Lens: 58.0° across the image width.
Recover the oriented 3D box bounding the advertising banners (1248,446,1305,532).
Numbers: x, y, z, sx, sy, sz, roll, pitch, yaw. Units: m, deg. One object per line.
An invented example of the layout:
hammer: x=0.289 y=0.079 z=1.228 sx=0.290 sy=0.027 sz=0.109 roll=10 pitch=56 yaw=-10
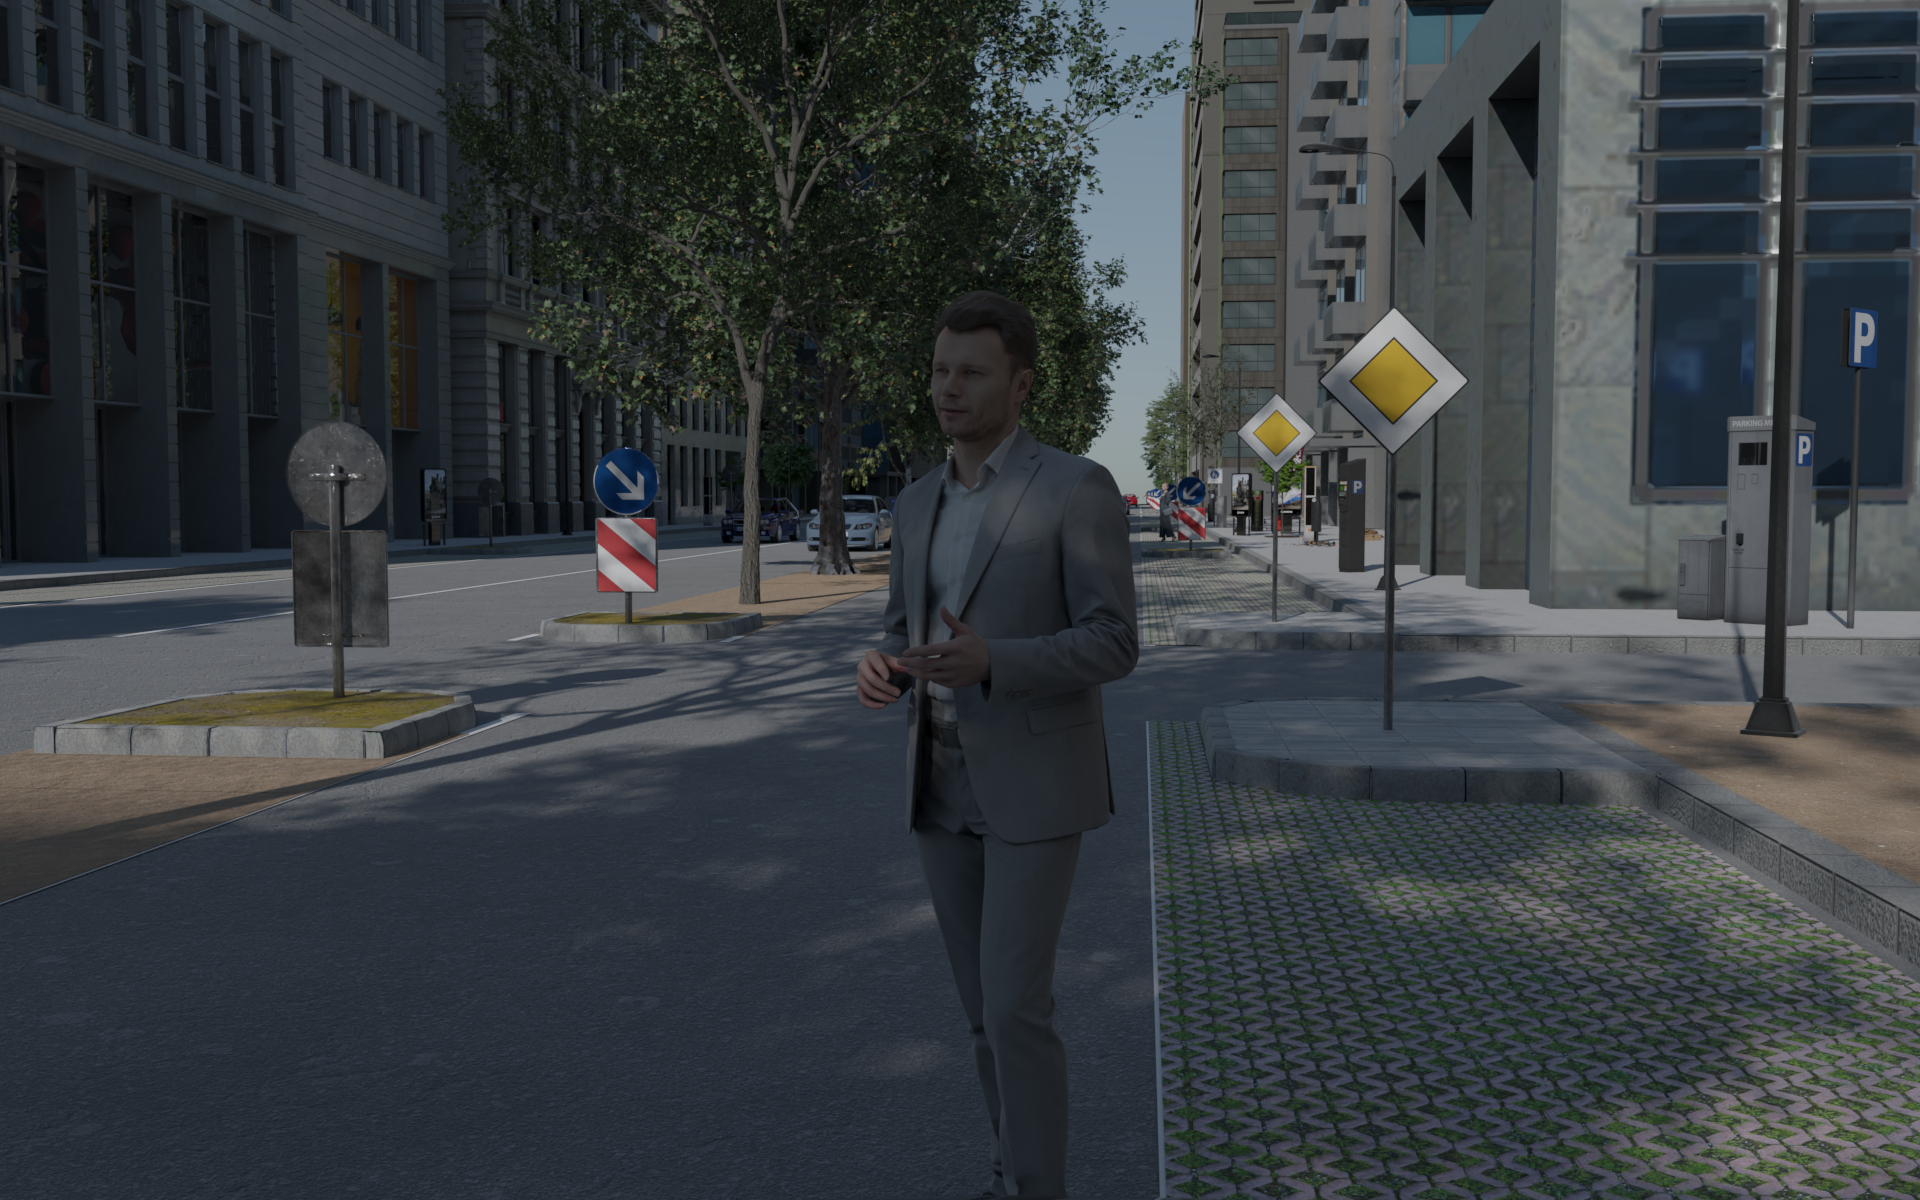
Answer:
advertising banners: x=10.811 y=-3.844 z=59.043 sx=2.074 sy=3.025 sz=0.090 roll=-1 pitch=4 yaw=-14

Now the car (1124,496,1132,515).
car: x=10.989 y=-6.615 z=120.731 sx=1.945 sy=1.354 sz=3.894 roll=0 pitch=4 yaw=5

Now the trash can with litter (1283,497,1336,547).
trash can with litter: x=8.774 y=-1.951 z=42.964 sx=1.678 sy=1.210 sz=2.233 roll=0 pitch=4 yaw=5

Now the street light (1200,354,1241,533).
street light: x=8.745 y=-5.205 z=57.642 sx=1.470 sy=5.913 sz=1.316 roll=0 pitch=4 yaw=6

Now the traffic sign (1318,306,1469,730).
traffic sign: x=2.328 y=-0.350 z=9.369 sx=0.795 sy=2.450 sz=0.064 roll=0 pitch=4 yaw=6

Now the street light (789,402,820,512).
street light: x=-8.083 y=-7.047 z=87.758 sx=1.470 sy=5.913 sz=1.316 roll=0 pitch=4 yaw=6

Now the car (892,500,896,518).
car: x=-2.583 y=-5.007 z=91.448 sx=1.945 sy=1.707 sz=3.694 roll=0 pitch=4 yaw=5

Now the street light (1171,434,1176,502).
street light: x=12.916 y=-7.706 z=98.542 sx=1.470 sy=5.913 sz=1.316 roll=0 pitch=4 yaw=6

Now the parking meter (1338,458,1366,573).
parking meter: x=6.417 y=-1.386 z=28.375 sx=0.399 sy=1.863 sz=0.255 roll=-2 pitch=4 yaw=-25

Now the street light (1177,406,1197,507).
street light: x=12.348 y=-7.299 z=91.873 sx=1.470 sy=5.913 sz=1.316 roll=0 pitch=4 yaw=6

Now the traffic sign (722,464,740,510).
traffic sign: x=-9.752 y=-4.503 z=73.725 sx=0.768 sy=2.556 sz=0.104 roll=1 pitch=4 yaw=10

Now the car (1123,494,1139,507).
car: x=19.085 y=-11.369 z=194.925 sx=2.155 sy=1.783 sz=4.494 roll=0 pitch=4 yaw=5

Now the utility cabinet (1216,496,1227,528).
utility cabinet: x=10.031 y=-3.380 z=66.420 sx=0.306 sy=1.237 sz=1.020 roll=1 pitch=4 yaw=15

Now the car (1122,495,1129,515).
car: x=10.342 y=-6.381 z=116.334 sx=2.014 sy=1.417 sz=4.499 roll=0 pitch=4 yaw=7

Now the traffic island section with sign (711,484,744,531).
traffic island section with sign: x=-8.628 y=-3.649 z=68.291 sx=1.989 sy=1.847 sz=2.006 roll=0 pitch=4 yaw=6

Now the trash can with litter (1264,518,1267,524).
trash can with litter: x=12.692 y=-3.826 z=73.944 sx=0.624 sy=1.170 sz=1.055 roll=-2 pitch=4 yaw=-32

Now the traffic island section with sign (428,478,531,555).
traffic island section with sign: x=-11.410 y=-2.009 z=41.479 sx=1.989 sy=1.847 sz=2.006 roll=0 pitch=4 yaw=6

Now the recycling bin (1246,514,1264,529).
recycling bin: x=10.869 y=-3.189 z=64.693 sx=0.722 sy=1.027 sz=0.722 roll=-2 pitch=4 yaw=-28

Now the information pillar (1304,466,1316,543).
information pillar: x=9.227 y=-2.519 z=45.671 sx=0.304 sy=2.012 sz=0.304 roll=1 pitch=4 yaw=9

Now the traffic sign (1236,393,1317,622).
traffic sign: x=3.152 y=-0.836 z=17.311 sx=0.795 sy=2.450 sz=0.064 roll=0 pitch=4 yaw=6

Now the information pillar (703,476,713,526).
information pillar: x=-10.239 y=-4.027 z=70.339 sx=0.304 sy=2.012 sz=0.304 roll=1 pitch=4 yaw=13

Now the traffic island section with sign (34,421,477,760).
traffic island section with sign: x=-3.993 y=-0.135 z=10.339 sx=2.006 sy=1.907 sz=1.989 roll=0 pitch=4 yaw=6

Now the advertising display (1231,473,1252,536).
advertising display: x=8.665 y=-2.940 z=53.291 sx=0.123 sy=1.923 sz=0.974 roll=-2 pitch=4 yaw=-24

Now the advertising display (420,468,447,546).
advertising display: x=-13.092 y=-2.317 z=43.096 sx=0.123 sy=1.923 sz=0.974 roll=1 pitch=4 yaw=17

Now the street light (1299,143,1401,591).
street light: x=5.182 y=-3.088 z=23.038 sx=1.470 sy=5.913 sz=1.316 roll=0 pitch=4 yaw=6

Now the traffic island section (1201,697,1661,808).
traffic island section: x=2.352 y=0.785 z=9.443 sx=2.009 sy=0.180 sz=2.903 roll=0 pitch=4 yaw=6

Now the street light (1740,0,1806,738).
street light: x=3.819 y=-2.240 z=9.165 sx=1.470 sy=5.913 sz=1.316 roll=0 pitch=4 yaw=6

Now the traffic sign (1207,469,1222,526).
traffic sign: x=10.166 y=-4.100 z=69.169 sx=0.606 sy=2.300 sz=0.079 roll=1 pitch=4 yaw=9

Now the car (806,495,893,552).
car: x=-2.764 y=-1.998 z=44.663 sx=2.014 sy=1.417 sz=4.499 roll=0 pitch=4 yaw=6

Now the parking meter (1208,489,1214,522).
parking meter: x=11.663 y=-4.392 z=80.225 sx=0.372 sy=1.533 sz=0.369 roll=0 pitch=3 yaw=0

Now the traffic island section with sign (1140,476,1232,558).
traffic island section with sign: x=5.146 y=-1.887 z=39.488 sx=1.989 sy=1.847 sz=2.006 roll=0 pitch=4 yaw=6

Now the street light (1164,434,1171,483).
street light: x=16.663 y=-9.841 z=133.433 sx=1.470 sy=5.913 sz=1.316 roll=0 pitch=4 yaw=6

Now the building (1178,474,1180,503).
building: x=41.152 y=-56.233 z=232.084 sx=22.319 sy=86.520 sz=31.000 roll=0 pitch=4 yaw=6

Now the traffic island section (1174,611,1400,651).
traffic island section: x=3.176 y=0.299 z=17.386 sx=2.009 sy=0.180 sz=2.903 roll=0 pitch=4 yaw=6

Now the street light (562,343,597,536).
street light: x=-11.660 y=-4.953 z=53.525 sx=1.470 sy=5.913 sz=1.316 roll=0 pitch=4 yaw=6

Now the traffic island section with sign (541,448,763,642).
traffic island section with sign: x=-3.219 y=-0.585 z=17.706 sx=2.006 sy=1.907 sz=1.989 roll=0 pitch=4 yaw=6

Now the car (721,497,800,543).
car: x=-5.964 y=-2.408 z=51.945 sx=1.945 sy=1.354 sz=3.894 roll=0 pitch=4 yaw=7

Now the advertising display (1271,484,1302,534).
advertising display: x=10.482 y=-3.081 z=55.582 sx=0.974 sy=1.923 sz=0.123 roll=1 pitch=4 yaw=14
